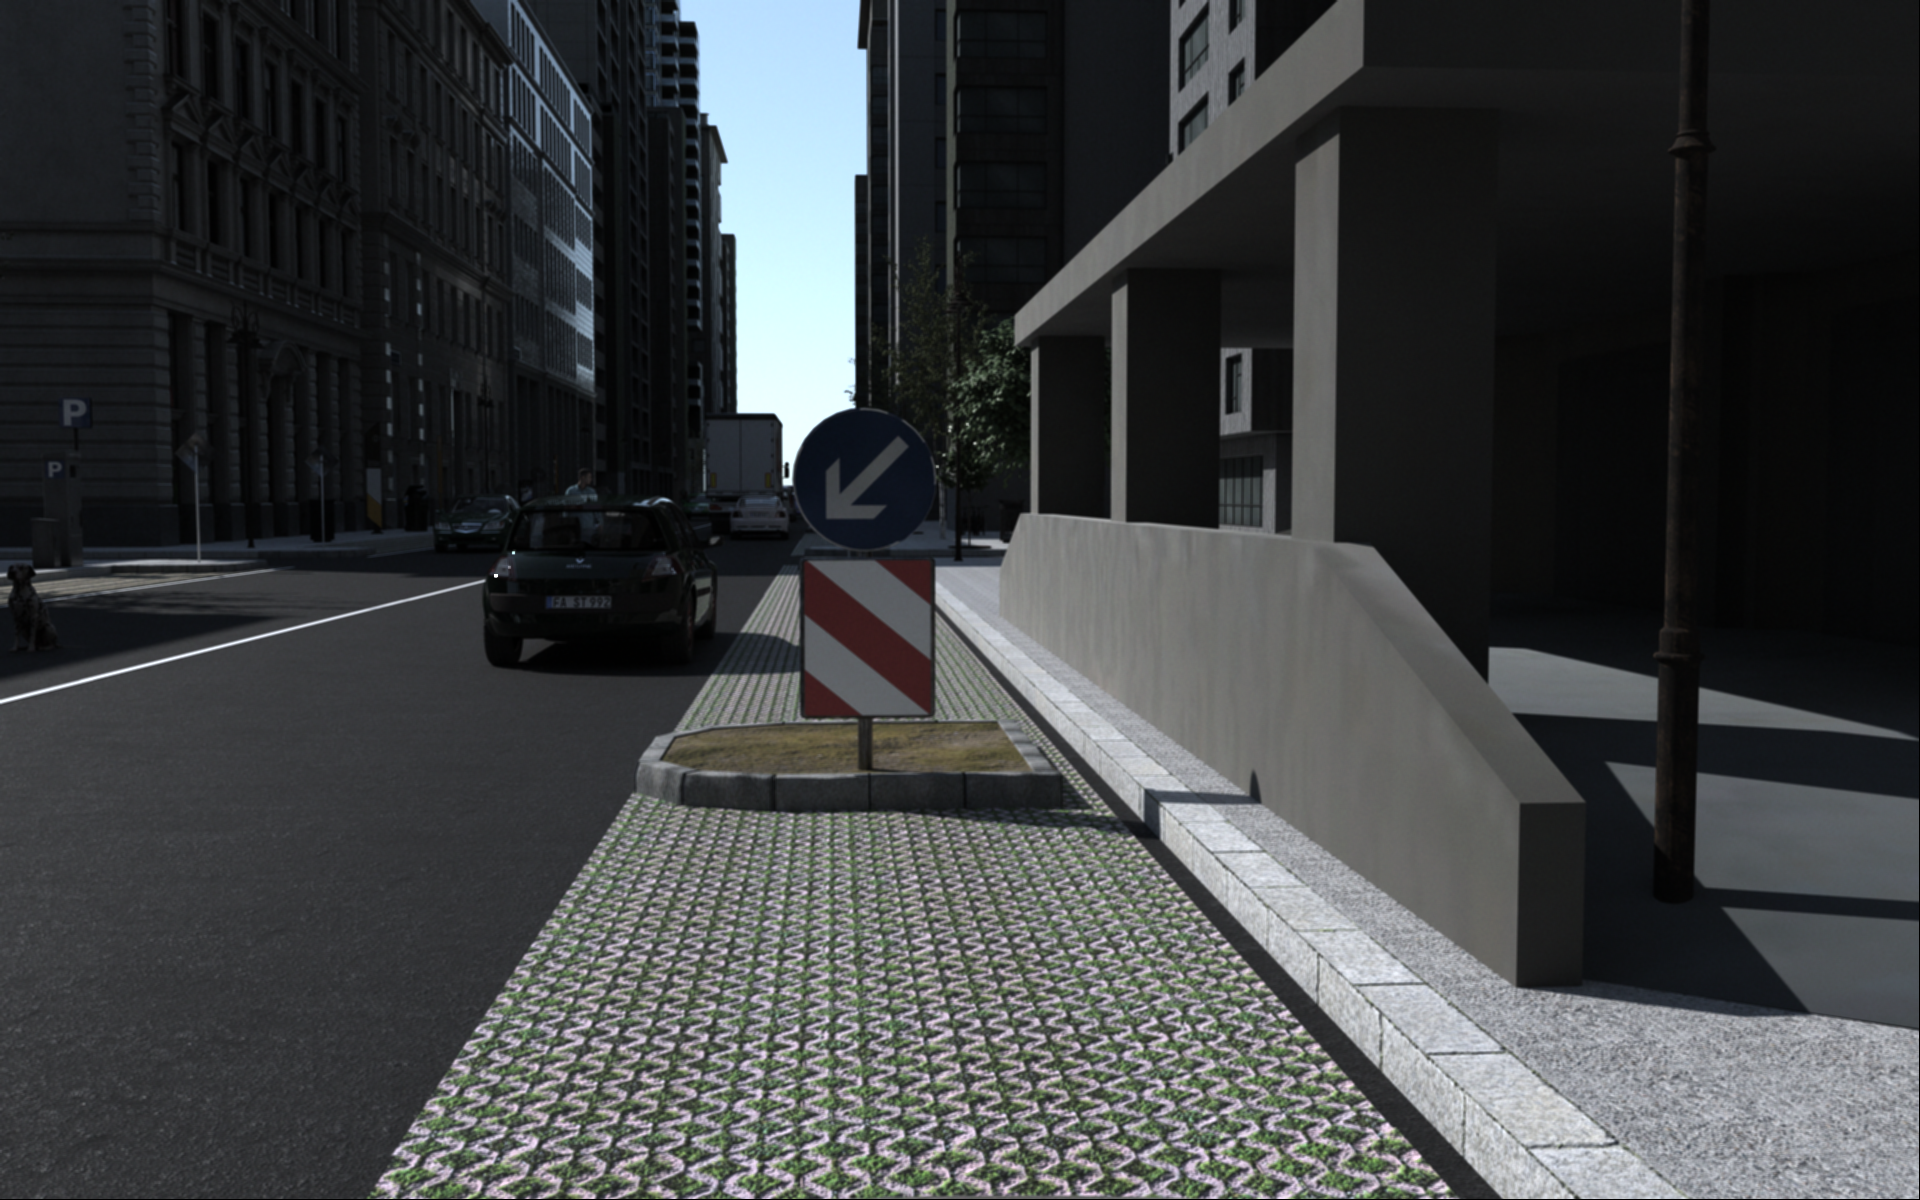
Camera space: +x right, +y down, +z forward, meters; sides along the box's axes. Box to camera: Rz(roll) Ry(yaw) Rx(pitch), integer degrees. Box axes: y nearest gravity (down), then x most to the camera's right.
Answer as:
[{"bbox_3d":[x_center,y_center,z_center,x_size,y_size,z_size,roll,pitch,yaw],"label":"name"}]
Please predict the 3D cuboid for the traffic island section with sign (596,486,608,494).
[{"bbox_3d":[-18.584,-4.968,89.858,1.989,1.847,2.006,0,4,-4],"label":"traffic island section with sign"}]

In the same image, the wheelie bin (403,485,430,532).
[{"bbox_3d":[-18.623,-3.153,59.467,0.693,1.594,0.980,2,4,31],"label":"wheelie bin"}]

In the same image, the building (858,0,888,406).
[{"bbox_3d":[4.184,-35.971,177.370,28.713,52.752,27.495,0,4,-4],"label":"building"}]

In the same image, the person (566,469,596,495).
[{"bbox_3d":[-6.081,-1.199,27.965,0.638,1.841,0.748,-1,4,-10],"label":"person"}]

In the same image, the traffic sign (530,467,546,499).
[{"bbox_3d":[-19.563,-4.907,80.336,0.768,2.556,0.104,0,4,4],"label":"traffic sign"}]

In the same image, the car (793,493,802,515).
[{"bbox_3d":[-9.676,-5.690,102.619,1.945,1.707,3.694,0,4,-5],"label":"car"}]

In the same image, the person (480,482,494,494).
[{"bbox_3d":[-20.216,-4.143,73.889,0.694,1.812,0.767,-1,4,-21],"label":"person"}]

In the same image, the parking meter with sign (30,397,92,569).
[{"bbox_3d":[-15.850,-2.095,30.519,0.543,3.016,1.738,-1,4,-8],"label":"parking meter with sign"}]

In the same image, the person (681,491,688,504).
[{"bbox_3d":[-21.891,-7.811,137.682,0.415,1.643,0.593,2,4,31],"label":"person"}]

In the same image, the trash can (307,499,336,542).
[{"bbox_3d":[-17.035,-2.116,46.244,0.748,1.137,0.748,0,3,0],"label":"trash can"}]

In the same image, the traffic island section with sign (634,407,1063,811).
[{"bbox_3d":[-0.596,-0.006,8.731,1.989,1.847,2.006,0,4,-4],"label":"traffic island section with sign"}]

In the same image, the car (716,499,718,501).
[{"bbox_3d":[-18.486,-6.972,126.002,2.014,1.417,4.499,0,4,-4],"label":"car"}]

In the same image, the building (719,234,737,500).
[{"bbox_3d":[-41.452,-35.516,264.281,14.154,41.232,14.086,0,4,-4],"label":"building"}]

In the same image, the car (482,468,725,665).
[{"bbox_3d":[-3.214,-0.379,15.983,2.009,1.686,4.222,0,4,-4],"label":"car"}]

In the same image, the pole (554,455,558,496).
[{"bbox_3d":[-20.886,-5.856,89.584,0.158,3.312,0.155,0,3,0],"label":"pole"}]

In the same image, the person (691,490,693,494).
[{"bbox_3d":[-23.711,-8.810,153.100,0.434,1.755,0.990,-2,4,-26],"label":"person"}]

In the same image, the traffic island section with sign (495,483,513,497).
[{"bbox_3d":[-16.573,-3.315,62.823,1.989,1.847,2.006,0,4,-4],"label":"traffic island section with sign"}]

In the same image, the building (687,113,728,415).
[{"bbox_3d":[-47.465,-39.966,242.676,28.713,52.752,27.495,0,4,-4],"label":"building"}]

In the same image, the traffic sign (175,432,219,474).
[{"bbox_3d":[-14.285,-1.849,32.428,0.795,2.593,0.064,0,4,-4],"label":"traffic sign"}]

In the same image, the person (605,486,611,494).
[{"bbox_3d":[-23.440,-6.664,115.117,0.709,1.813,0.853,0,4,1],"label":"person"}]

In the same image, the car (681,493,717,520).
[{"bbox_3d":[-14.332,-5.302,95.481,1.959,1.807,4.718,0,4,-4],"label":"car"}]

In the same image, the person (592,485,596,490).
[{"bbox_3d":[-23.060,-6.357,109.822,0.795,1.843,0.661,0,4,4],"label":"person"}]

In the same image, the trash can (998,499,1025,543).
[{"bbox_3d":[1.352,-2.071,45.508,0.748,1.137,0.748,0,3,0],"label":"trash can"}]

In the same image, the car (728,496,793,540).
[{"bbox_3d":[-6.432,-2.655,55.768,2.083,1.381,4.827,0,4,-5],"label":"car"}]

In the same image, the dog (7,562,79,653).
[{"bbox_3d":[-8.402,0.056,15.920,0.513,0.831,0.800,3,4,39],"label":"dog"}]

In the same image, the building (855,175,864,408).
[{"bbox_3d":[-6.584,-33.086,224.557,14.154,41.232,14.086,0,4,-4],"label":"building"}]

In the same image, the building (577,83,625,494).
[{"bbox_3d":[-31.573,-21.414,121.820,14.160,30.474,14.107,0,4,-4],"label":"building"}]

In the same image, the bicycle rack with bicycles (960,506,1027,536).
[{"bbox_3d":[0.969,-2.455,53.514,2.852,0.926,2.925,1,4,18],"label":"bicycle rack with bicycles"}]

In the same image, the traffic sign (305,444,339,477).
[{"bbox_3d":[-14.878,-2.336,40.391,0.795,2.593,0.064,0,4,-4],"label":"traffic sign"}]

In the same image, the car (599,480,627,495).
[{"bbox_3d":[-6.381,-1.348,31.834,2.009,1.686,4.222,0,4,-3],"label":"car"}]

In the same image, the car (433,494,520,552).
[{"bbox_3d":[-12.142,-1.976,44.101,2.131,1.459,4.920,0,4,-6],"label":"car"}]

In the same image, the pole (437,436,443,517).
[{"bbox_3d":[-18.248,-4.095,60.804,0.158,3.312,0.155,0,3,0],"label":"pole"}]

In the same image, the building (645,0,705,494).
[{"bbox_3d":[-41.946,-55.015,212.161,22.319,86.520,31.000,0,4,-4],"label":"building"}]

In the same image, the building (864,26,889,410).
[{"bbox_3d":[-1.085,-28.895,156.027,14.154,41.232,14.086,0,4,-4],"label":"building"}]
